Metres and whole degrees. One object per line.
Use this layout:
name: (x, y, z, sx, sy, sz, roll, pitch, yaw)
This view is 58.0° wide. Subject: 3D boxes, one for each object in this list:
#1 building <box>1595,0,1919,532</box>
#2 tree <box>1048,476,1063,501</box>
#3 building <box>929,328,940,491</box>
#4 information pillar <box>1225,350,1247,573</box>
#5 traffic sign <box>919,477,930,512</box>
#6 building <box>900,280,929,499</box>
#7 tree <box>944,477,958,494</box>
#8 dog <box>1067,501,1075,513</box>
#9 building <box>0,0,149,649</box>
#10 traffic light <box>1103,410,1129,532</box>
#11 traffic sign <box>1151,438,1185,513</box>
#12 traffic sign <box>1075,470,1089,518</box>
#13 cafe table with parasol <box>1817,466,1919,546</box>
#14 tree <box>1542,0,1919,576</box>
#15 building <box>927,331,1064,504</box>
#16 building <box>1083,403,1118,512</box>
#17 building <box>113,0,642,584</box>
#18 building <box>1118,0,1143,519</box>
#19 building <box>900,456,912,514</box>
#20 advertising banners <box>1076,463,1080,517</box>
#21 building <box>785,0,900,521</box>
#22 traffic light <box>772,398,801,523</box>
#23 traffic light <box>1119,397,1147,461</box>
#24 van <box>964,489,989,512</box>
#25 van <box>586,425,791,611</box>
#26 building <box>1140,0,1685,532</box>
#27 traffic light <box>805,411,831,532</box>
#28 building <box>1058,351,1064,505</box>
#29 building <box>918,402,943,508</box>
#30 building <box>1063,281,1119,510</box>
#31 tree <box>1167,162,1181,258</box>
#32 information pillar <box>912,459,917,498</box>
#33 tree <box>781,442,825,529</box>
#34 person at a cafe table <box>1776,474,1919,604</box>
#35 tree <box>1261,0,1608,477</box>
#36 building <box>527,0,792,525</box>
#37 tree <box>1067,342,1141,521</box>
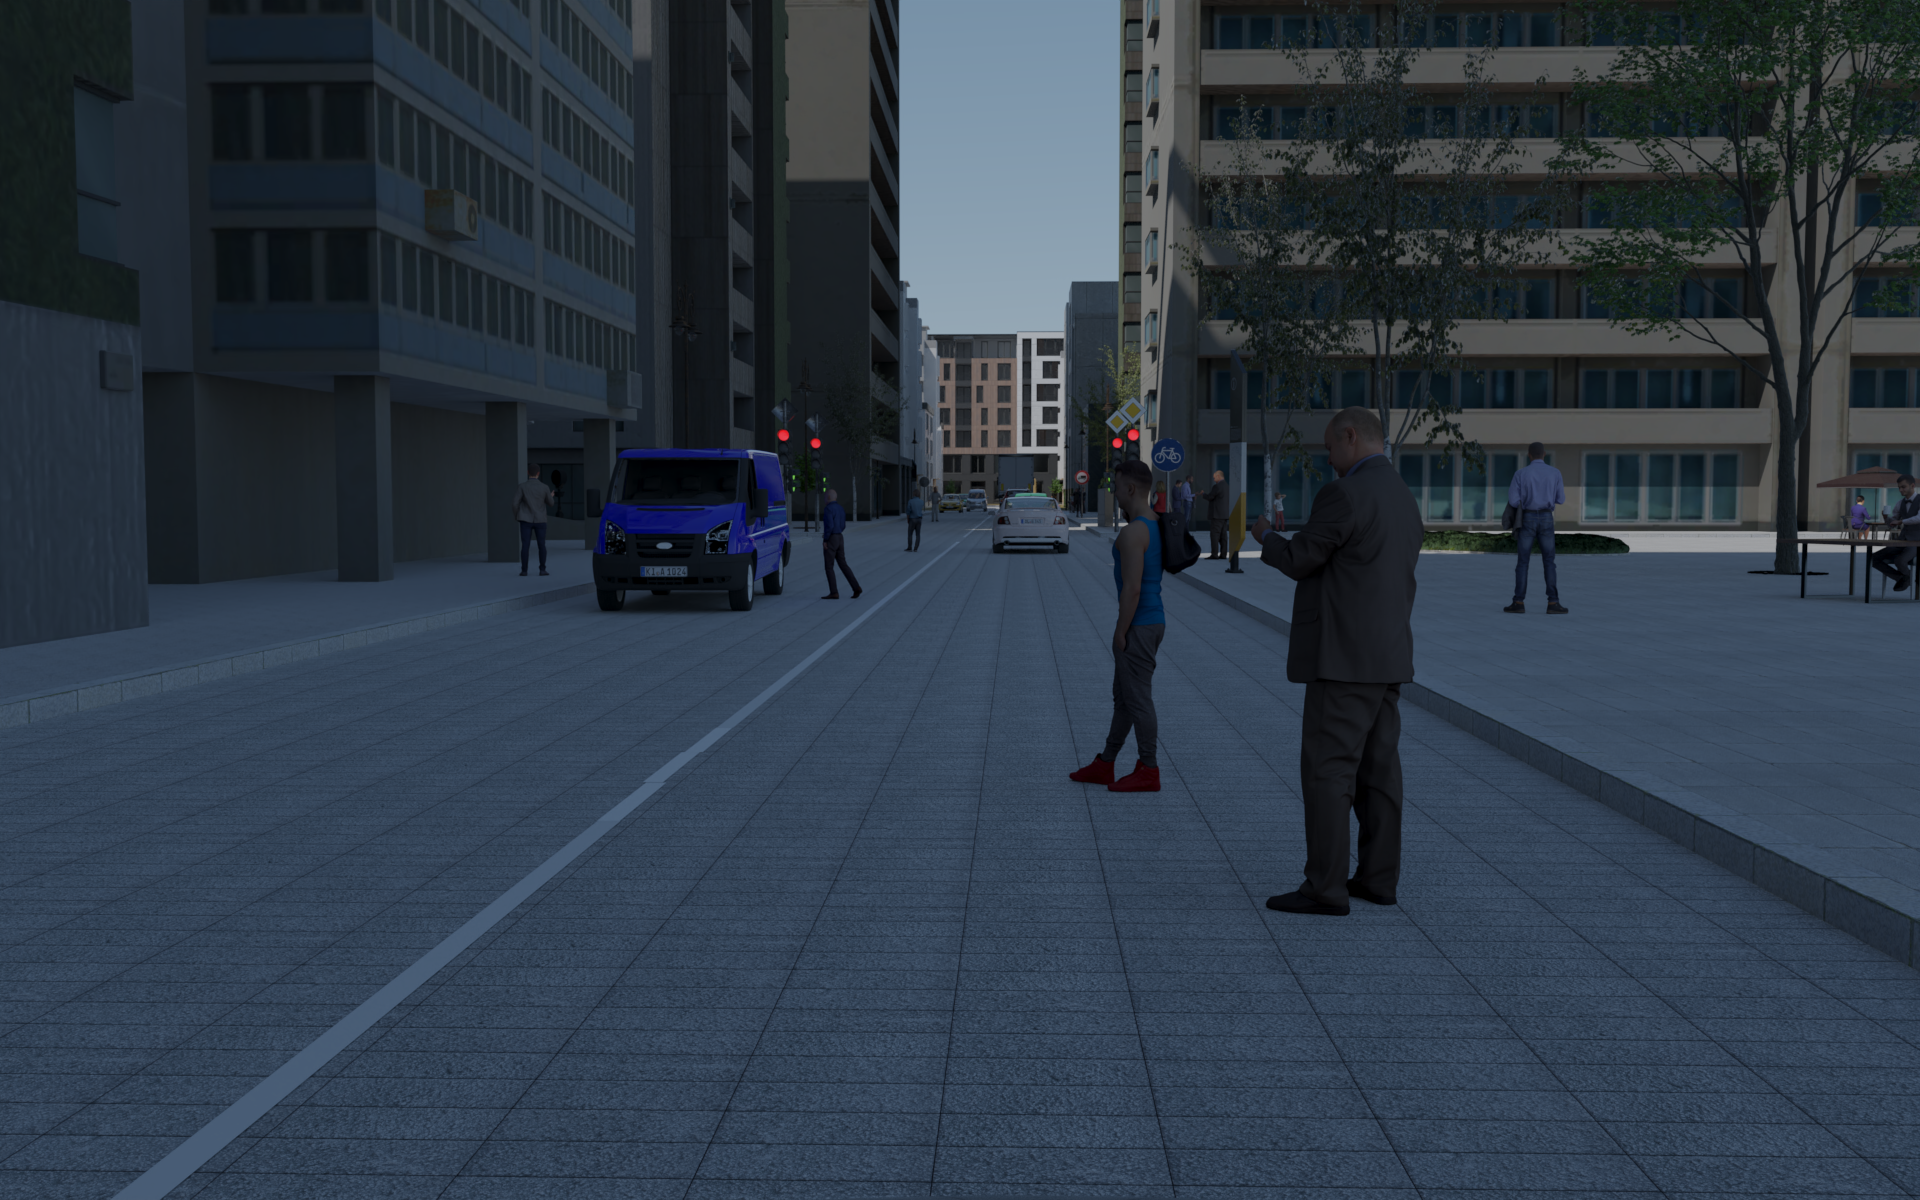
building: (39.713, -27.113, 67.006, 21.600, 48.544, 21.300, 0, 4, 2)
tree: (10.074, -11.515, 182.874, 1.663, 3.219, 1.824, 0, 3, 0)
building: (-10.215, -20.556, 192.503, 16.016, 20.091, 11.380, 0, 4, 2)
information pillar: (4.481, -2.239, 27.960, 0.183, 3.616, 0.504, -1, 4, -15)
traffic sign: (-2.616, -7.761, 127.004, 0.768, 2.556, 0.104, 0, 4, 6)
building: (-11.277, -18.060, 151.701, 16.016, 20.091, 11.380, 0, 4, 2)
tree: (-0.907, -12.643, 201.306, 1.663, 3.219, 1.824, 0, 3, 0)
dog: (7.673, -6.380, 118.693, 0.513, 0.831, 0.800, -1, 4, -12)
building: (-15.114, -14.530, 9.269, 14.160, 30.474, 14.107, 0, 4, 2)
traffic light: (5.235, -4.227, 58.037, 0.839, 4.253, 0.868, 0, 4, 2)
traffic sign: (4.730, -2.408, 39.483, 0.768, 2.556, 0.104, 1, 4, 9)
traffic sign: (6.525, -5.661, 92.669, 0.768, 2.556, 0.104, 0, 4, 3)
cafe table with parasol: (22.659, -2.324, 42.859, 2.610, 1.966, 2.610, 2, 4, 32)
tree: (13.265, -6.220, 27.452, 9.928, 11.665, 9.643, 0, 3, 0)
building: (5.427, -23.695, 231.381, 32.646, 21.610, 27.936, 0, 4, 2)
building: (20.096, -49.099, 115.433, 22.319, 86.520, 31.000, 0, 4, 2)
building: (-19.360, -20.905, 33.679, 23.993, 40.220, 32.217, 0, 4, 2)
building: (15.584, -19.744, 94.516, 14.160, 30.474, 14.107, 0, 4, 2)
building: (-13.648, -41.651, 119.239, 20.563, 71.187, 20.611, 0, 4, 2)
advertising banners: (6.555, -6.108, 96.053, 0.090, 3.025, 2.074, 0, 4, 8)
building: (-14.519, -28.574, 90.892, 21.300, 48.544, 21.600, 0, 4, 2)
traffic light: (-5.069, -3.759, 50.376, 0.839, 4.253, 0.868, 0, 4, 2)
traffic light: (4.967, -3.739, 50.056, 0.839, 4.253, 0.868, 0, 4, 2)
van: (1.385, -8.267, 142.173, 2.013, 2.044, 4.112, 0, 4, 2)
van: (-3.473, -1.137, 22.982, 2.240, 2.365, 5.245, 0, 4, 0)
building: (18.036, -27.164, 67.841, 21.600, 48.544, 21.300, 0, 4, 2)
traffic light: (-4.801, -4.247, 58.356, 0.839, 4.253, 0.868, 0, 4, 2)
building: (19.493, -21.127, 201.843, 16.016, 20.091, 11.380, 0, 4, 2)
building: (-7.107, -14.092, 172.555, 9.099, 9.664, 28.070, 0, 4, 2)
building: (17.914, -17.480, 152.262, 16.747, 18.905, 31.486, 0, 4, 2)
tree: (6.068, -5.032, 32.635, 4.360, 8.622, 3.978, 0, 3, 0)
information pillar: (-3.054, -7.600, 115.613, 0.183, 3.616, 0.504, -2, 4, -34)
tree: (-5.840, -4.265, 64.327, 1.663, 3.219, 1.824, 0, 3, 0)
person at a cafe table: (11.162, -0.760, 20.946, 1.622, 1.524, 1.698, -1, 4, -15)
tree: (5.927, -4.441, 22.968, 4.360, 8.622, 3.978, 0, 3, 0)
building: (-14.362, -17.977, 65.618, 14.160, 30.474, 14.107, 0, 4, 2)
tree: (7.522, -8.112, 82.996, 4.737, 8.622, 4.395, 0, 3, 0)
